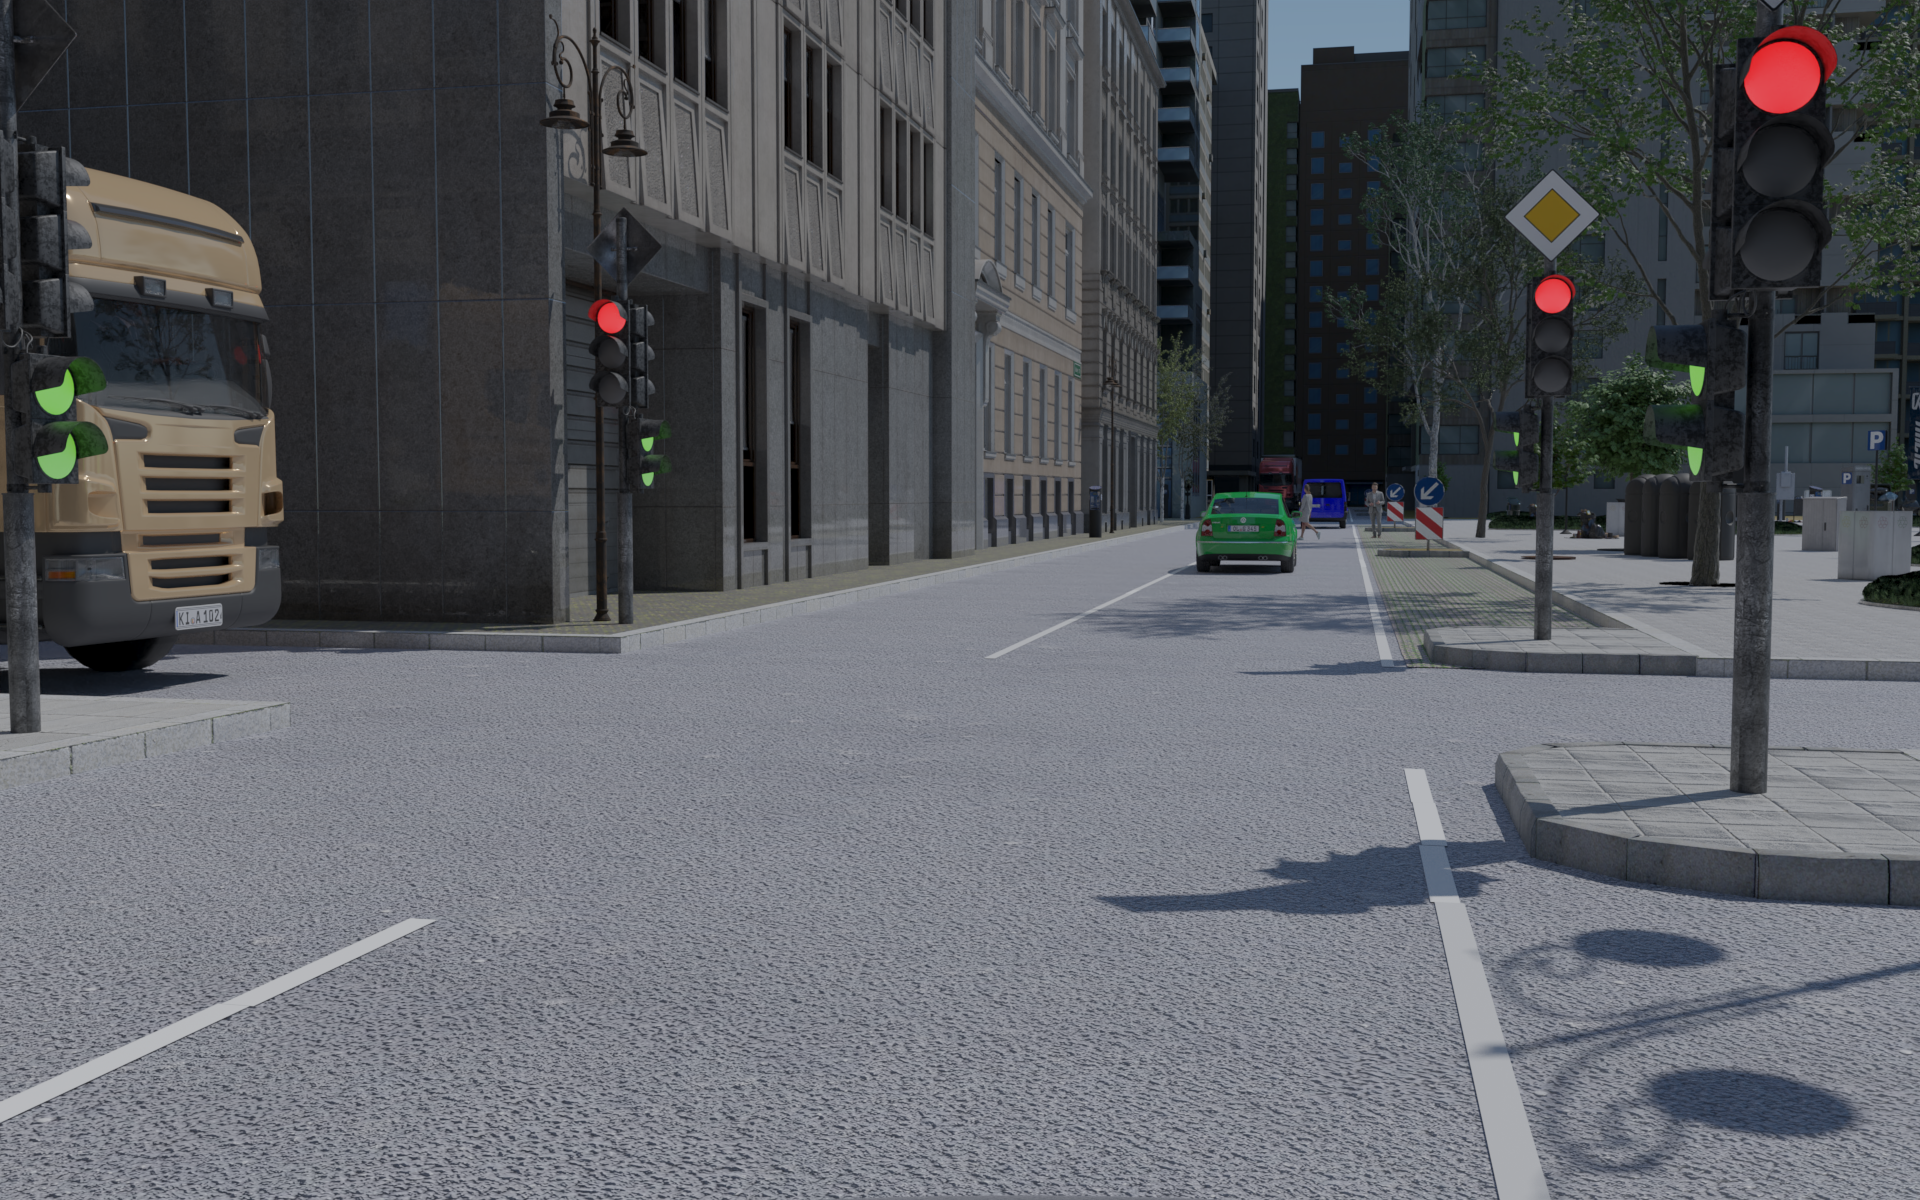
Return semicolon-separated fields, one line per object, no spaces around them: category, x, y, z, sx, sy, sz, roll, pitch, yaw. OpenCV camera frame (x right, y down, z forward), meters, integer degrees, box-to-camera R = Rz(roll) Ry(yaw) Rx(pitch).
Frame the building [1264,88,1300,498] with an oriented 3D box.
building;28.038;-30.326;179.420;14.086;41.232;14.154;1;4;12

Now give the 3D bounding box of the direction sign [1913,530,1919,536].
direction sign;29.251;-3.709;52.632;0.379;3.537;0.876;0;4;-7

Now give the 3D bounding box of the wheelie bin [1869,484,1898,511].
wheelie bin;27.749;-2.714;52.289;0.980;1.594;0.693;3;4;36

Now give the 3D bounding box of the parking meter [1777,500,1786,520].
parking meter;39.912;-4.633;84.157;0.372;1.533;0.369;0;3;0

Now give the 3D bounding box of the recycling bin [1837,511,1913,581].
recycling bin;13.702;-0.819;25.948;0.722;1.027;0.722;-1;4;-13

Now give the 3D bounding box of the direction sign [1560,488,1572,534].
direction sign;19.424;-3.879;55.422;0.379;3.537;0.876;1;4;21

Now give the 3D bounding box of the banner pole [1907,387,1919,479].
banner pole;19.849;-2.785;35.557;0.863;3.779;0.401;0;4;-1

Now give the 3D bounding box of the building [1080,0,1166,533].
building;1.951;-13.246;65.726;9.793;20.994;18.267;1;4;12

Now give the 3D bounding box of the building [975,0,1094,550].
building;-4.196;-15.958;46.821;13.634;28.700;20.117;1;4;12

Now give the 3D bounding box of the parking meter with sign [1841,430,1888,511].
parking meter with sign;24.312;-3.108;47.076;1.738;3.016;0.543;-1;4;-23

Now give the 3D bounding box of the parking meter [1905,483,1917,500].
parking meter;43.665;-4.516;79.546;0.399;1.863;0.255;0;4;6

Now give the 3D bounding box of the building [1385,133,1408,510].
building;41.790;-22.533;140.123;14.160;30.474;14.107;1;4;12

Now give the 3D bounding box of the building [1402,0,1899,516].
building;44.441;-32.268;116.816;28.713;52.752;27.495;1;4;12

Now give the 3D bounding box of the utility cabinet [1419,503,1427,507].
utility cabinet;19.663;-3.967;73.547;0.318;1.500;1.173;1;4;13

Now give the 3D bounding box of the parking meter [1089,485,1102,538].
parking meter;3.984;-2.601;50.942;0.372;1.533;0.369;0;3;0

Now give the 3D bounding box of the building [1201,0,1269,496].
building;16.787;-43.871;155.535;20.611;71.187;20.563;1;4;12

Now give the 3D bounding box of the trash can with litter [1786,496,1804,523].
trash can with litter;37.894;-4.064;77.507;1.678;1.210;2.233;-2;4;-35

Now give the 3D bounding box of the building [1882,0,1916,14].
building;68.676;-29.925;143.903;28.867;44.769;22.147;1;4;12

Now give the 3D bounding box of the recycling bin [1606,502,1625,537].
recycling bin;20.047;-2.444;52.514;0.722;1.027;0.722;2;4;32

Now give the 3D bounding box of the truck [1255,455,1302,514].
truck;23.233;-8.362;125.639;2.839;4.237;11.283;1;4;14

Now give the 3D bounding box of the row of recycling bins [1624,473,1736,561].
row of recycling bins;14.474;-1.705;34.987;1.069;1.692;3.534;0;4;-4

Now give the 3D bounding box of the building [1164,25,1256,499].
building;6.719;-27.124;135.361;32.217;40.220;23.993;1;4;12

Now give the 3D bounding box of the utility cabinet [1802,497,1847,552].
utility cabinet;19.471;-1.705;39.047;0.306;1.237;1.020;-1;4;-16

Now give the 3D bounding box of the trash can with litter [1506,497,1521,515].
trash can with litter;22.882;-3.658;71.203;0.624;1.170;1.055;0;4;-4

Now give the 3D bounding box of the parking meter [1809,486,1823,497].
parking meter;26.021;-2.708;52.681;0.372;1.533;0.369;0;3;0

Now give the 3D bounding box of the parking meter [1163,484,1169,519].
parking meter;10.735;-5.204;90.804;0.399;1.863;0.255;0;4;-7

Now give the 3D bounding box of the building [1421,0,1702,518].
building;33.335;-19.999;98.689;14.160;30.474;14.107;1;4;12

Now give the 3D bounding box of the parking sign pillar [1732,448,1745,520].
parking sign pillar;27.363;-4.462;61.426;1.447;3.967;1.447;-1;4;-23

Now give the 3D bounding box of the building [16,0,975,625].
building;-7.704;-12.796;27.244;12.078;24.808;19.932;1;4;12

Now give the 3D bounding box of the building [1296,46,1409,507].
building;41.857;-32.183;176.294;14.200;45.320;14.600;1;4;12

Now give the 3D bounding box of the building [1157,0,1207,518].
building;4.646;-48.540;106.294;22.319;86.520;31.000;1;4;12
